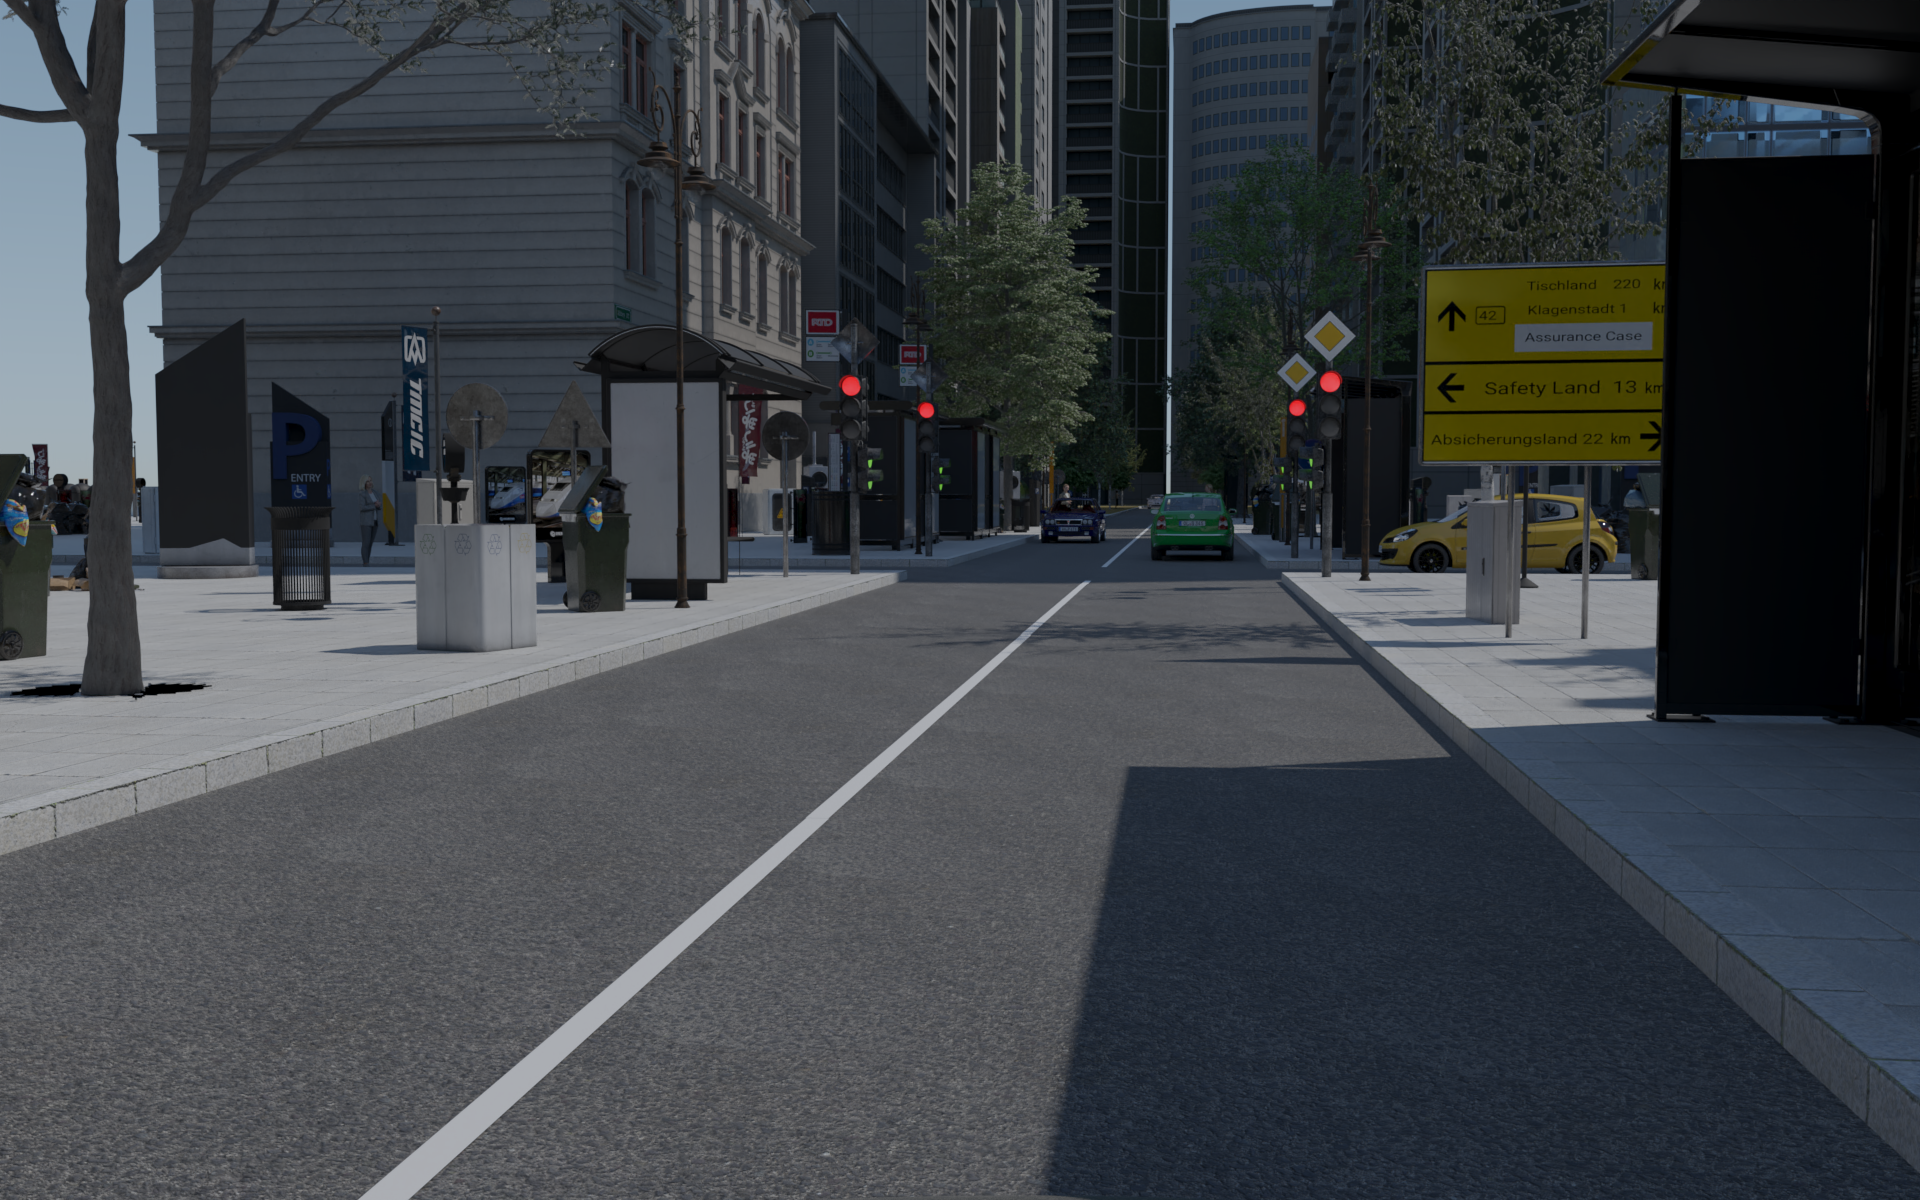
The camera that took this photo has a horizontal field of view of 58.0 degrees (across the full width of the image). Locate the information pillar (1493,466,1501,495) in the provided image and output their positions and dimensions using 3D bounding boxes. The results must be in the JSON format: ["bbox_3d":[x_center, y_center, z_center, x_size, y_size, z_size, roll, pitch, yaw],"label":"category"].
[{"bbox_3d":[21.861,-4.827,70.268,0.504,3.616,0.183,0,4,7],"label":"information pillar"}]

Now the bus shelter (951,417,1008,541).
[{"bbox_3d":[-0.201,-4.358,48.882,2.179,5.291,8.768,0,4,8],"label":"bus shelter"}]

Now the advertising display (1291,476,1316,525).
[{"bbox_3d":[12.523,-3.573,63.627,0.974,1.923,0.123,-1,4,-23],"label":"advertising display"}]

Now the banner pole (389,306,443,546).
[{"bbox_3d":[-7.091,-2.017,22.988,0.401,3.779,0.863,2,4,27],"label":"banner pole"}]

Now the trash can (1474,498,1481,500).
[{"bbox_3d":[18.532,-3.030,61.197,0.748,1.137,0.748,0,3,0],"label":"trash can"}]

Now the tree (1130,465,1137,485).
[{"bbox_3d":[13.621,-10.186,150.248,4.285,4.588,4.351,0,3,0],"label":"tree"}]

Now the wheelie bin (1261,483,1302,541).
[{"bbox_3d":[8.993,-2.440,47.807,0.980,1.594,0.693,3,4,37],"label":"wheelie bin"}]

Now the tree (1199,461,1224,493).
[{"bbox_3d":[23.717,-10.769,159.786,4.285,4.588,4.351,0,3,0],"label":"tree"}]

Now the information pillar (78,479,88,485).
[{"bbox_3d":[-41.477,-4.740,81.993,0.304,2.012,0.304,1,4,9],"label":"information pillar"}]

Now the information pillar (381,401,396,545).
[{"bbox_3d":[-14.302,-3.179,43.331,0.183,3.616,0.504,0,4,8],"label":"information pillar"}]

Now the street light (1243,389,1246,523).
[{"bbox_3d":[12.498,-6.308,75.921,0.468,5.910,1.993,0,4,7],"label":"street light"}]

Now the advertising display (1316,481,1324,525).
[{"bbox_3d":[15.166,-4.099,72.232,0.123,1.923,0.974,-3,5,-40],"label":"advertising display"}]

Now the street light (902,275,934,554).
[{"bbox_3d":[-0.883,-3.910,36.717,0.468,5.910,1.993,0,4,7],"label":"street light"}]

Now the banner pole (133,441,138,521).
[{"bbox_3d":[-39.018,-5.593,81.457,0.863,3.779,0.401,-3,5,-40],"label":"banner pole"}]

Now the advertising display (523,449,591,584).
[{"bbox_3d":[-5.783,-1.212,25.024,0.974,1.923,0.123,-3,5,-41],"label":"advertising display"}]

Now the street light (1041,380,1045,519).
[{"bbox_3d":[3.371,-5.939,69.891,0.468,5.910,1.993,0,4,7],"label":"street light"}]

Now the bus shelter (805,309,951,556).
[{"bbox_3d":[-1.937,-3.827,40.209,2.179,5.291,8.768,0,4,7],"label":"bus shelter"}]

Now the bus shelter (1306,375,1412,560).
[{"bbox_3d":[8.387,-2.780,36.742,1.731,3.624,6.357,0,4,8],"label":"bus shelter"}]

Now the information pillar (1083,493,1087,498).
[{"bbox_3d":[8.019,-6.478,110.412,0.304,2.012,0.304,-2,4,-30],"label":"information pillar"}]

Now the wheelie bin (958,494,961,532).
[{"bbox_3d":[0.327,-3.129,59.068,0.980,1.594,0.693,-3,5,-41],"label":"wheelie bin"}]

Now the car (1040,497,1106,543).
[{"bbox_3d":[3.405,-2.391,51.672,1.945,1.354,3.894,1,4,9],"label":"car"}]

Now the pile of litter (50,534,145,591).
[{"bbox_3d":[-11.700,-0.566,23.213,1.719,0.858,1.176,3,5,42],"label":"pile of litter"}]

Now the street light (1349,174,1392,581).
[{"bbox_3d":[5.989,-3.220,25.437,0.468,5.910,1.993,0,4,7],"label":"street light"}]

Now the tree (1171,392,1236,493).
[{"bbox_3d":[27.153,-16.980,184.271,9.857,13.997,8.962,0,3,0],"label":"tree"}]

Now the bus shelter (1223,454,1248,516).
[{"bbox_3d":[16.310,-6.851,103.289,1.731,3.624,6.357,0,4,8],"label":"bus shelter"}]

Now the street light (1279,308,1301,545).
[{"bbox_3d":[8.202,-4.305,43.180,0.468,5.910,1.993,0,4,7],"label":"street light"}]

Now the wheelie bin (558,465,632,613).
[{"bbox_3d":[-4.003,-0.682,19.052,0.693,1.594,0.980,-2,4,-30],"label":"wheelie bin"}]

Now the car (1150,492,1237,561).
[{"bbox_3d":[5.209,-1.827,38.675,1.959,1.807,4.718,1,4,8],"label":"car"}]

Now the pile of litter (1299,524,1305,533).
[{"bbox_3d":[10.840,-2.611,56.659,1.719,0.858,1.176,0,4,0],"label":"pile of litter"}]

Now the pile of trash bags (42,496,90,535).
[{"bbox_3d":[-28.768,-2.729,54.380,3.447,1.369,1.912,-3,5,-43],"label":"pile of trash bags"}]

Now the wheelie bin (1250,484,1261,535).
[{"bbox_3d":[9.587,-2.851,54.525,0.693,1.594,0.980,2,4,33],"label":"wheelie bin"}]

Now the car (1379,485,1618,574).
[{"bbox_3d":[9.421,-1.239,30.477,3.980,1.641,2.015,1,4,9],"label":"car"}]

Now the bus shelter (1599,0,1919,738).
[{"bbox_3d":[4.049,-0.941,6.670,1.731,3.624,6.357,0,4,7],"label":"bus shelter"}]

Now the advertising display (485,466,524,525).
[{"bbox_3d":[-10.446,-2.118,39.851,0.974,1.923,0.123,-3,5,-41],"label":"advertising display"}]

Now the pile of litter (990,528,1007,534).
[{"bbox_3d":[0.629,-2.603,56.522,1.719,0.858,1.176,1,4,14],"label":"pile of litter"}]

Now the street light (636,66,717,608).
[{"bbox_3d":[-3.130,-2.847,19.338,0.468,5.910,1.993,0,4,7],"label":"street light"}]

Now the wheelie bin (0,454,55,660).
[{"bbox_3d":[-7.585,-0.347,13.579,0.980,1.594,0.693,1,4,16],"label":"wheelie bin"}]

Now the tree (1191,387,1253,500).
[{"bbox_3d":[25.708,-15.241,167.312,7.486,12.596,7.792,0,3,0],"label":"tree"}]

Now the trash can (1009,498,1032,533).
[{"bbox_3d":[2.013,-2.817,57.705,0.748,1.137,0.748,0,3,0],"label":"trash can"}]

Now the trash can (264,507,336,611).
[{"bbox_3d":[-7.306,-0.462,19.208,0.748,1.137,0.748,0,3,0],"label":"trash can"}]

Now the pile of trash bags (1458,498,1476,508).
[{"bbox_3d":[16.301,-2.546,51.385,3.447,1.369,1.912,2,4,26],"label":"pile of trash bags"}]

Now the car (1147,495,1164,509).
[{"bbox_3d":[19.368,-9.637,169.921,2.083,1.381,4.827,0,4,8],"label":"car"}]

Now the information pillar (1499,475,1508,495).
[{"bbox_3d":[20.569,-3.728,65.450,0.304,2.012,0.304,3,5,45],"label":"information pillar"}]

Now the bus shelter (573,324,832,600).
[{"bbox_3d":[-3.272,-1.803,23.409,2.014,3.302,5.546,0,4,7],"label":"bus shelter"}]

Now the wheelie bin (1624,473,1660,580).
[{"bbox_3d":[10.419,-1.106,25.999,0.980,1.594,0.693,0,4,-7],"label":"wheelie bin"}]
